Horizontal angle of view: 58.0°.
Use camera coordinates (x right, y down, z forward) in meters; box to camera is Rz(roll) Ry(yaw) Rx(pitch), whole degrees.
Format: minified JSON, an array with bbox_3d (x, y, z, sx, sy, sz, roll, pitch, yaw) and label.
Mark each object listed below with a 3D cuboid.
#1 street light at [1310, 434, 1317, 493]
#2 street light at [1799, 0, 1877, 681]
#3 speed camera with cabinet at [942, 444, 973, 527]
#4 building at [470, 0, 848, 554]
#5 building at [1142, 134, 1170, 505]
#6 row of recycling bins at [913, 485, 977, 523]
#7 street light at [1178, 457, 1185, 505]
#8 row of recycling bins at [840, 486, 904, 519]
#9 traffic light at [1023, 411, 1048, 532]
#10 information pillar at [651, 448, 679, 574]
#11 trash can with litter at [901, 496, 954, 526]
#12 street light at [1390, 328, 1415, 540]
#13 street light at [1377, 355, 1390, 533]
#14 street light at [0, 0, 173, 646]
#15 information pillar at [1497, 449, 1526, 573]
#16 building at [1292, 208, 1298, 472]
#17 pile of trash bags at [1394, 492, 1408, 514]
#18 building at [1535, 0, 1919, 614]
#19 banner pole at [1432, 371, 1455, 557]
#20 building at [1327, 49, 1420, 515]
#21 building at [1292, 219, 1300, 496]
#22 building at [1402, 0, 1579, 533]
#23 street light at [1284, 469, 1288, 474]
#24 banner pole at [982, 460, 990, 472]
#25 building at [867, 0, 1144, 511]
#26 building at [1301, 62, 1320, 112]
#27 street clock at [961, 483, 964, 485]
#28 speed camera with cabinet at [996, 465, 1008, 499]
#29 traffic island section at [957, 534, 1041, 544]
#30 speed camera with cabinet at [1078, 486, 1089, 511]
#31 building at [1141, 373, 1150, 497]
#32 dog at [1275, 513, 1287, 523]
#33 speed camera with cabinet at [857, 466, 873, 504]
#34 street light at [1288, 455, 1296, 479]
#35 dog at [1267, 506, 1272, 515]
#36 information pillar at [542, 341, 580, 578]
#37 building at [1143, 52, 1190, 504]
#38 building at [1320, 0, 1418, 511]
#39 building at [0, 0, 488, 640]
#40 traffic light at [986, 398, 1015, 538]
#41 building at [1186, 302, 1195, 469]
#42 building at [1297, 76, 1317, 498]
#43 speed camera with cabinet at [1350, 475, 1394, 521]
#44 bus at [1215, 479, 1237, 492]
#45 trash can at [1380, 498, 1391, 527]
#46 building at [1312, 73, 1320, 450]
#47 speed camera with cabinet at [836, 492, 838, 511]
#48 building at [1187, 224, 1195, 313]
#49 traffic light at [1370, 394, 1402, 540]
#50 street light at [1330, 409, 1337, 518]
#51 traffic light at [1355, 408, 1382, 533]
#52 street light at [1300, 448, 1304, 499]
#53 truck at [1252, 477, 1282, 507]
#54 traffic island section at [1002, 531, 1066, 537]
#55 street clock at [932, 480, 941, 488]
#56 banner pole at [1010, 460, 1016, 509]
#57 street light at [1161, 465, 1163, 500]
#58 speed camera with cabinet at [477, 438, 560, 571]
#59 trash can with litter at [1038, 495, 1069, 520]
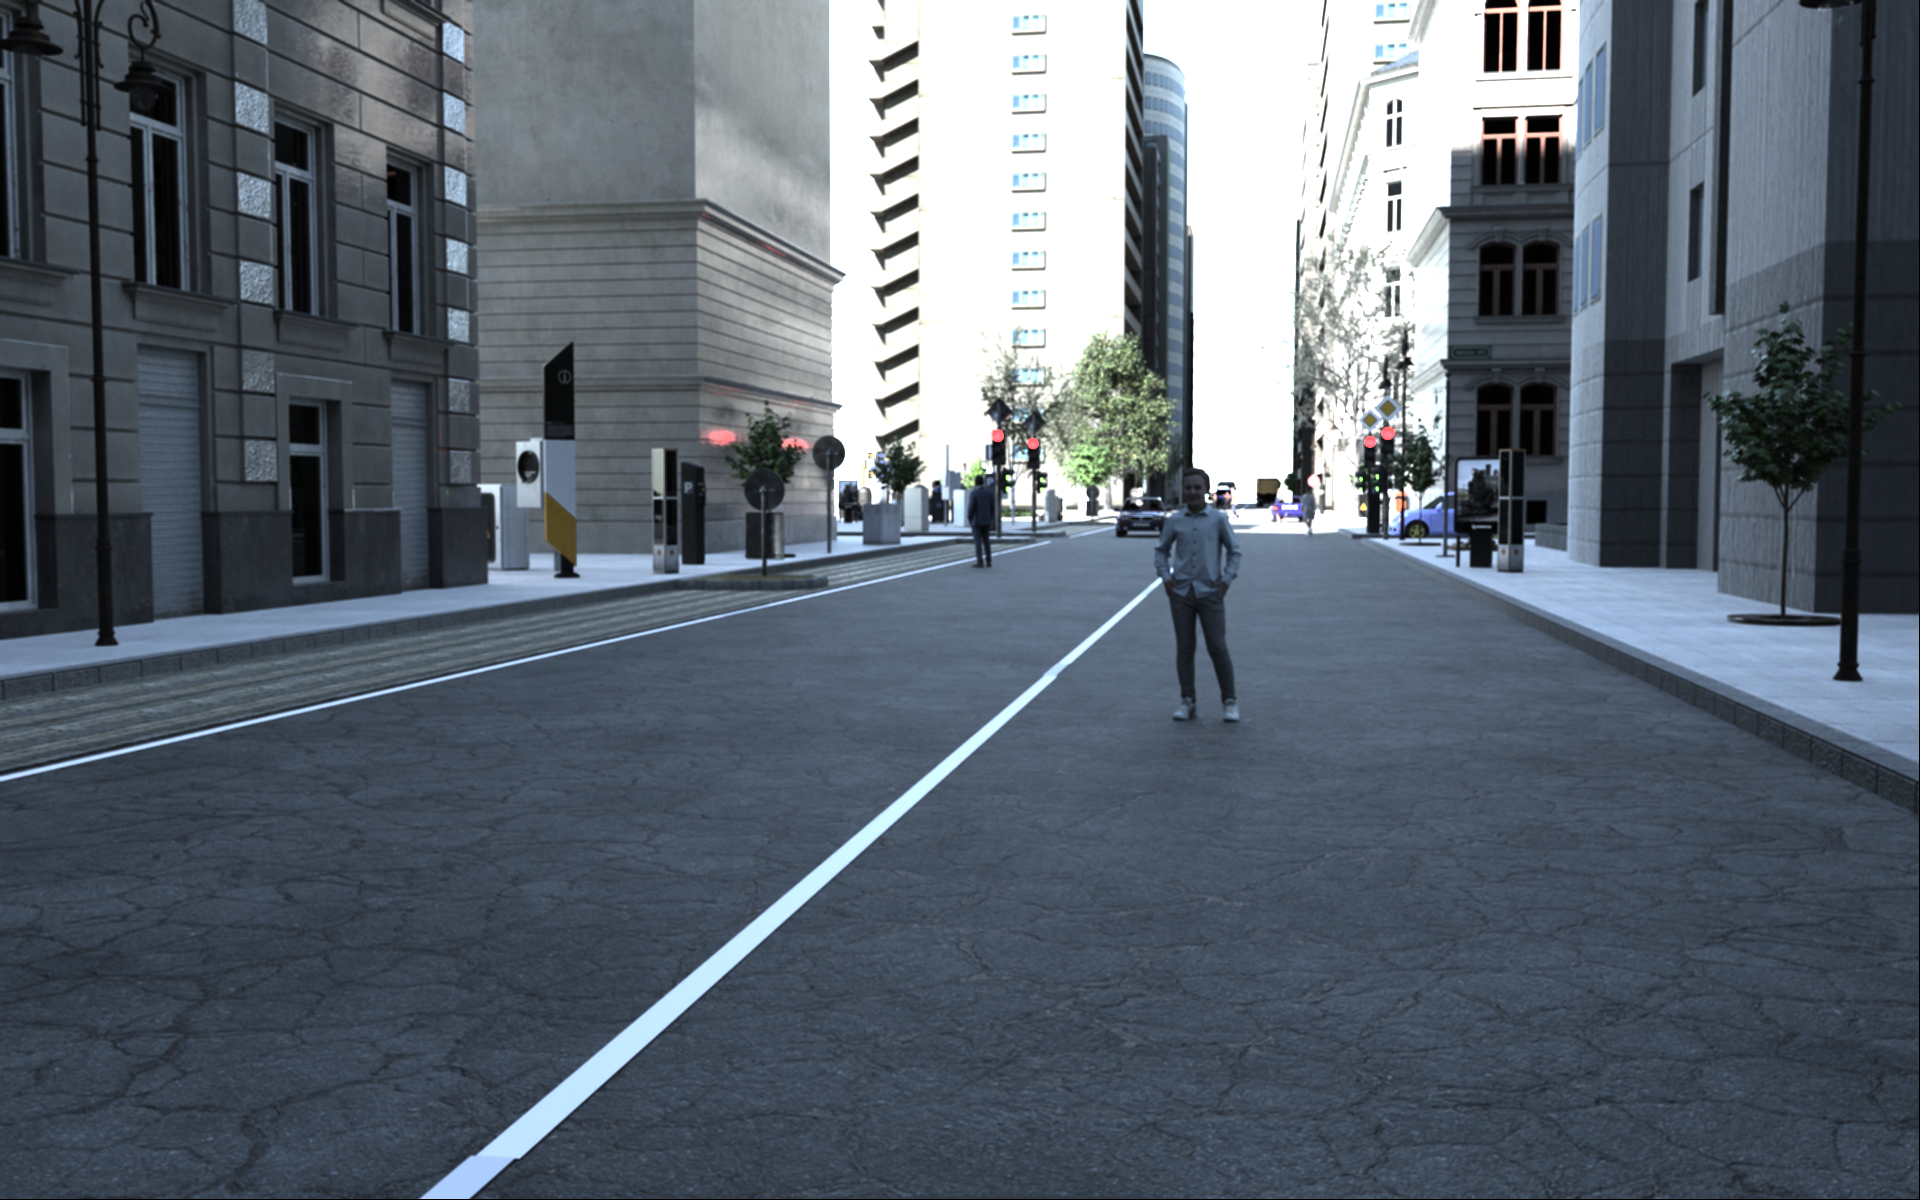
[{"bbox_3d":[26.994,-9.783,132.740,0.468,5.910,1.993,1,4,10],"label":"street light"},{"bbox_3d":[6.127,-2.384,11.773,0.468,5.910,1.993,1,4,10],"label":"street light"},{"bbox_3d":[-0.031,-4.525,68.316,0.660,3.252,2.038,-2,4,-27],"label":"speed camera with cabinet"},{"bbox_3d":[-20.998,-13.851,45.545,34.723,24.649,14.460,1,4,10],"label":"building"},{"bbox_3d":[15.828,-31.152,192.937,14.154,41.232,14.086,1,4,10],"label":"building"},{"bbox_3d":[-0.477,-4.275,77.017,3.534,1.692,1.069,1,4,11],"label":"row of recycling bins"},{"bbox_3d":[27.890,-14.906,216.504,0.468,5.910,1.993,1,4,10],"label":"street light"},{"bbox_3d":[-4.390,-4.982,88.572,3.534,1.692,1.069,0,4,1],"label":"row of recycling bins"},{"bbox_3d":[2.526,-4.259,58.562,0.839,4.253,0.868,1,4,10],"label":"traffic light"},{"bbox_3d":[-4.761,-1.437,27.995,0.304,2.012,0.304,3,4,39],"label":"information pillar"},{"bbox_3d":[-1.140,-3.891,74.667,1.678,1.210,2.233,-3,5,-40],"label":"trash can with litter"},{"bbox_3d":[12.368,-4.617,48.269,0.468,5.910,1.993,1,4,10],"label":"street light"},{"bbox_3d":[14.105,-5.185,57.557,0.468,5.910,1.993,1,4,10],"label":"street light"},{"bbox_3d":[-7.241,-2.552,14.519,0.468,5.910,1.993,1,4,10],"label":"street light"},{"bbox_3d":[9.040,-1.462,28.395,0.304,2.012,0.304,-1,4,-22],"label":"information pillar"},{"bbox_3d":[63.917,-39.818,274.725,21.300,48.544,21.600,1,4,10],"label":"building"},{"bbox_3d":[21.027,-4.163,77.817,1.912,1.369,3.447,-3,5,-45],"label":"pile of trash bags"},{"bbox_3d":[21.930,-29.778,28.872,21.231,58.520,28.212,1,4,10],"label":"building"},{"bbox_3d":[9.883,-2.787,35.577,0.401,3.779,0.863,-1,4,-12],"label":"banner pole"},{"bbox_3d":[32.091,-20.206,106.781,17.030,29.872,44.131,1,4,10],"label":"building"},{"bbox_3d":[56.878,-35.137,258.090,14.154,41.232,14.086,1,4,10],"label":"building"},{"bbox_3d":[28.208,-16.771,61.589,23.554,28.519,14.401,1,4,10],"label":"building"},{"bbox_3d":[47.513,-16.999,250.715,0.468,5.910,1.993,1,4,10],"label":"street light"},{"bbox_3d":[1.705,-7.673,115.462,0.863,3.779,0.401,0,4,-8],"label":"banner pole"},{"bbox_3d":[3.954,-31.901,145.288,21.300,48.544,21.600,1,4,10],"label":"building"},{"bbox_3d":[57.037,-42.453,236.112,21.231,58.520,28.212,1,4,10],"label":"building"},{"bbox_3d":[0.118,-7.452,126.413,0.358,2.002,0.471,-2,4,-33],"label":"street clock"},{"bbox_3d":[1.204,-5.151,78.547,2.038,3.252,0.660,-2,4,-32],"label":"speed camera with cabinet"},{"bbox_3d":[1.124,-1.746,50.835,2.009,0.180,2.903,1,4,10],"label":"traffic island section"},{"bbox_3d":[9.447,-8.461,132.668,0.660,3.252,2.038,0,4,-3],"label":"speed camera with cabinet"},{"bbox_3d":[8.020,-52.440,170.068,22.319,86.520,31.000,1,4,10],"label":"building"},{"bbox_3d":[15.700,-3.999,84.679,0.406,0.507,0.540,2,4,31],"label":"dog"},{"bbox_3d":[-6.641,-7.817,122.140,0.660,3.252,2.038,-3,5,-44],"label":"speed camera with cabinet"},{"bbox_3d":[41.235,-14.774,214.335,0.468,5.910,1.993,1,4,10],"label":"street light"},{"bbox_3d":[20.942,-6.156,117.491,0.800,0.831,0.513,0,4,-8],"label":"dog"},{"bbox_3d":[-6.108,-2.147,26.466,0.504,3.616,0.183,-2,4,-34],"label":"information pillar"},{"bbox_3d":[19.183,-42.147,231.100,21.231,58.520,28.212,1,4,10],"label":"building"},{"bbox_3d":[40.237,-31.605,140.443,21.300,48.544,21.600,1,4,10],"label":"building"},{"bbox_3d":[-14.377,-13.195,12.998,12.463,27.353,25.104,1,4,10],"label":"building"},{"bbox_3d":[1.162,-3.778,50.694,0.839,4.253,0.868,1,4,10],"label":"traffic light"},{"bbox_3d":[28.641,-30.243,266.172,14.160,30.474,14.107,1,4,10],"label":"building"},{"bbox_3d":[48.641,-34.732,191.565,21.300,48.544,21.600,1,4,10],"label":"building"},{"bbox_3d":[19.904,-5.462,83.639,2.038,3.252,0.660,-1,4,-12],"label":"speed camera with cabinet"},{"bbox_3d":[36.432,-14.794,236.739,2.948,3.499,13.247,1,4,9],"label":"bus"},{"bbox_3d":[16.665,-3.471,68.407,0.748,1.137,0.748,0,3,0],"label":"trash can"},{"bbox_3d":[45.249,-31.231,165.253,22.147,44.769,28.867,1,4,10],"label":"building"},{"bbox_3d":[-8.517,-8.511,133.486,2.038,3.252,0.660,1,4,11],"label":"speed camera with cabinet"},{"bbox_3d":[30.573,-38.508,279.723,14.600,45.320,14.200,1,4,10],"label":"building"},{"bbox_3d":[12.015,-3.664,48.835,0.839,4.253,0.868,1,4,10],"label":"traffic light"},{"bbox_3d":[20.276,-7.411,93.956,0.468,5.910,1.993,1,4,10],"label":"street light"},{"bbox_3d":[13.379,-4.146,56.703,0.839,4.253,0.868,1,4,10],"label":"traffic light"},{"bbox_3d":[33.334,-12.007,169.109,0.468,5.910,1.993,1,4,10],"label":"street light"},{"bbox_3d":[35.446,-12.462,199.674,3.469,3.379,9.791,1,4,8],"label":"truck"},{"bbox_3d":[2.488,-2.228,58.703,2.009,0.180,2.903,1,4,10],"label":"traffic island section"},{"bbox_3d":[-1.252,-5.348,92.003,0.358,2.002,0.471,3,5,43],"label":"street clock"},{"bbox_3d":[3.846,-8.310,125.885,0.401,3.779,0.863,-2,4,-31],"label":"banner pole"},{"bbox_3d":[19.948,-12.121,170.960,0.468,5.910,1.993,1,4,10],"label":"street light"},{"bbox_3d":[-7.435,-2.122,29.036,2.038,3.252,0.660,3,5,40],"label":"speed camera with cabinet"},{"bbox_3d":[4.632,-4.619,86.574,2.233,1.210,1.678,-3,5,-44],"label":"trash can with litter"}]
